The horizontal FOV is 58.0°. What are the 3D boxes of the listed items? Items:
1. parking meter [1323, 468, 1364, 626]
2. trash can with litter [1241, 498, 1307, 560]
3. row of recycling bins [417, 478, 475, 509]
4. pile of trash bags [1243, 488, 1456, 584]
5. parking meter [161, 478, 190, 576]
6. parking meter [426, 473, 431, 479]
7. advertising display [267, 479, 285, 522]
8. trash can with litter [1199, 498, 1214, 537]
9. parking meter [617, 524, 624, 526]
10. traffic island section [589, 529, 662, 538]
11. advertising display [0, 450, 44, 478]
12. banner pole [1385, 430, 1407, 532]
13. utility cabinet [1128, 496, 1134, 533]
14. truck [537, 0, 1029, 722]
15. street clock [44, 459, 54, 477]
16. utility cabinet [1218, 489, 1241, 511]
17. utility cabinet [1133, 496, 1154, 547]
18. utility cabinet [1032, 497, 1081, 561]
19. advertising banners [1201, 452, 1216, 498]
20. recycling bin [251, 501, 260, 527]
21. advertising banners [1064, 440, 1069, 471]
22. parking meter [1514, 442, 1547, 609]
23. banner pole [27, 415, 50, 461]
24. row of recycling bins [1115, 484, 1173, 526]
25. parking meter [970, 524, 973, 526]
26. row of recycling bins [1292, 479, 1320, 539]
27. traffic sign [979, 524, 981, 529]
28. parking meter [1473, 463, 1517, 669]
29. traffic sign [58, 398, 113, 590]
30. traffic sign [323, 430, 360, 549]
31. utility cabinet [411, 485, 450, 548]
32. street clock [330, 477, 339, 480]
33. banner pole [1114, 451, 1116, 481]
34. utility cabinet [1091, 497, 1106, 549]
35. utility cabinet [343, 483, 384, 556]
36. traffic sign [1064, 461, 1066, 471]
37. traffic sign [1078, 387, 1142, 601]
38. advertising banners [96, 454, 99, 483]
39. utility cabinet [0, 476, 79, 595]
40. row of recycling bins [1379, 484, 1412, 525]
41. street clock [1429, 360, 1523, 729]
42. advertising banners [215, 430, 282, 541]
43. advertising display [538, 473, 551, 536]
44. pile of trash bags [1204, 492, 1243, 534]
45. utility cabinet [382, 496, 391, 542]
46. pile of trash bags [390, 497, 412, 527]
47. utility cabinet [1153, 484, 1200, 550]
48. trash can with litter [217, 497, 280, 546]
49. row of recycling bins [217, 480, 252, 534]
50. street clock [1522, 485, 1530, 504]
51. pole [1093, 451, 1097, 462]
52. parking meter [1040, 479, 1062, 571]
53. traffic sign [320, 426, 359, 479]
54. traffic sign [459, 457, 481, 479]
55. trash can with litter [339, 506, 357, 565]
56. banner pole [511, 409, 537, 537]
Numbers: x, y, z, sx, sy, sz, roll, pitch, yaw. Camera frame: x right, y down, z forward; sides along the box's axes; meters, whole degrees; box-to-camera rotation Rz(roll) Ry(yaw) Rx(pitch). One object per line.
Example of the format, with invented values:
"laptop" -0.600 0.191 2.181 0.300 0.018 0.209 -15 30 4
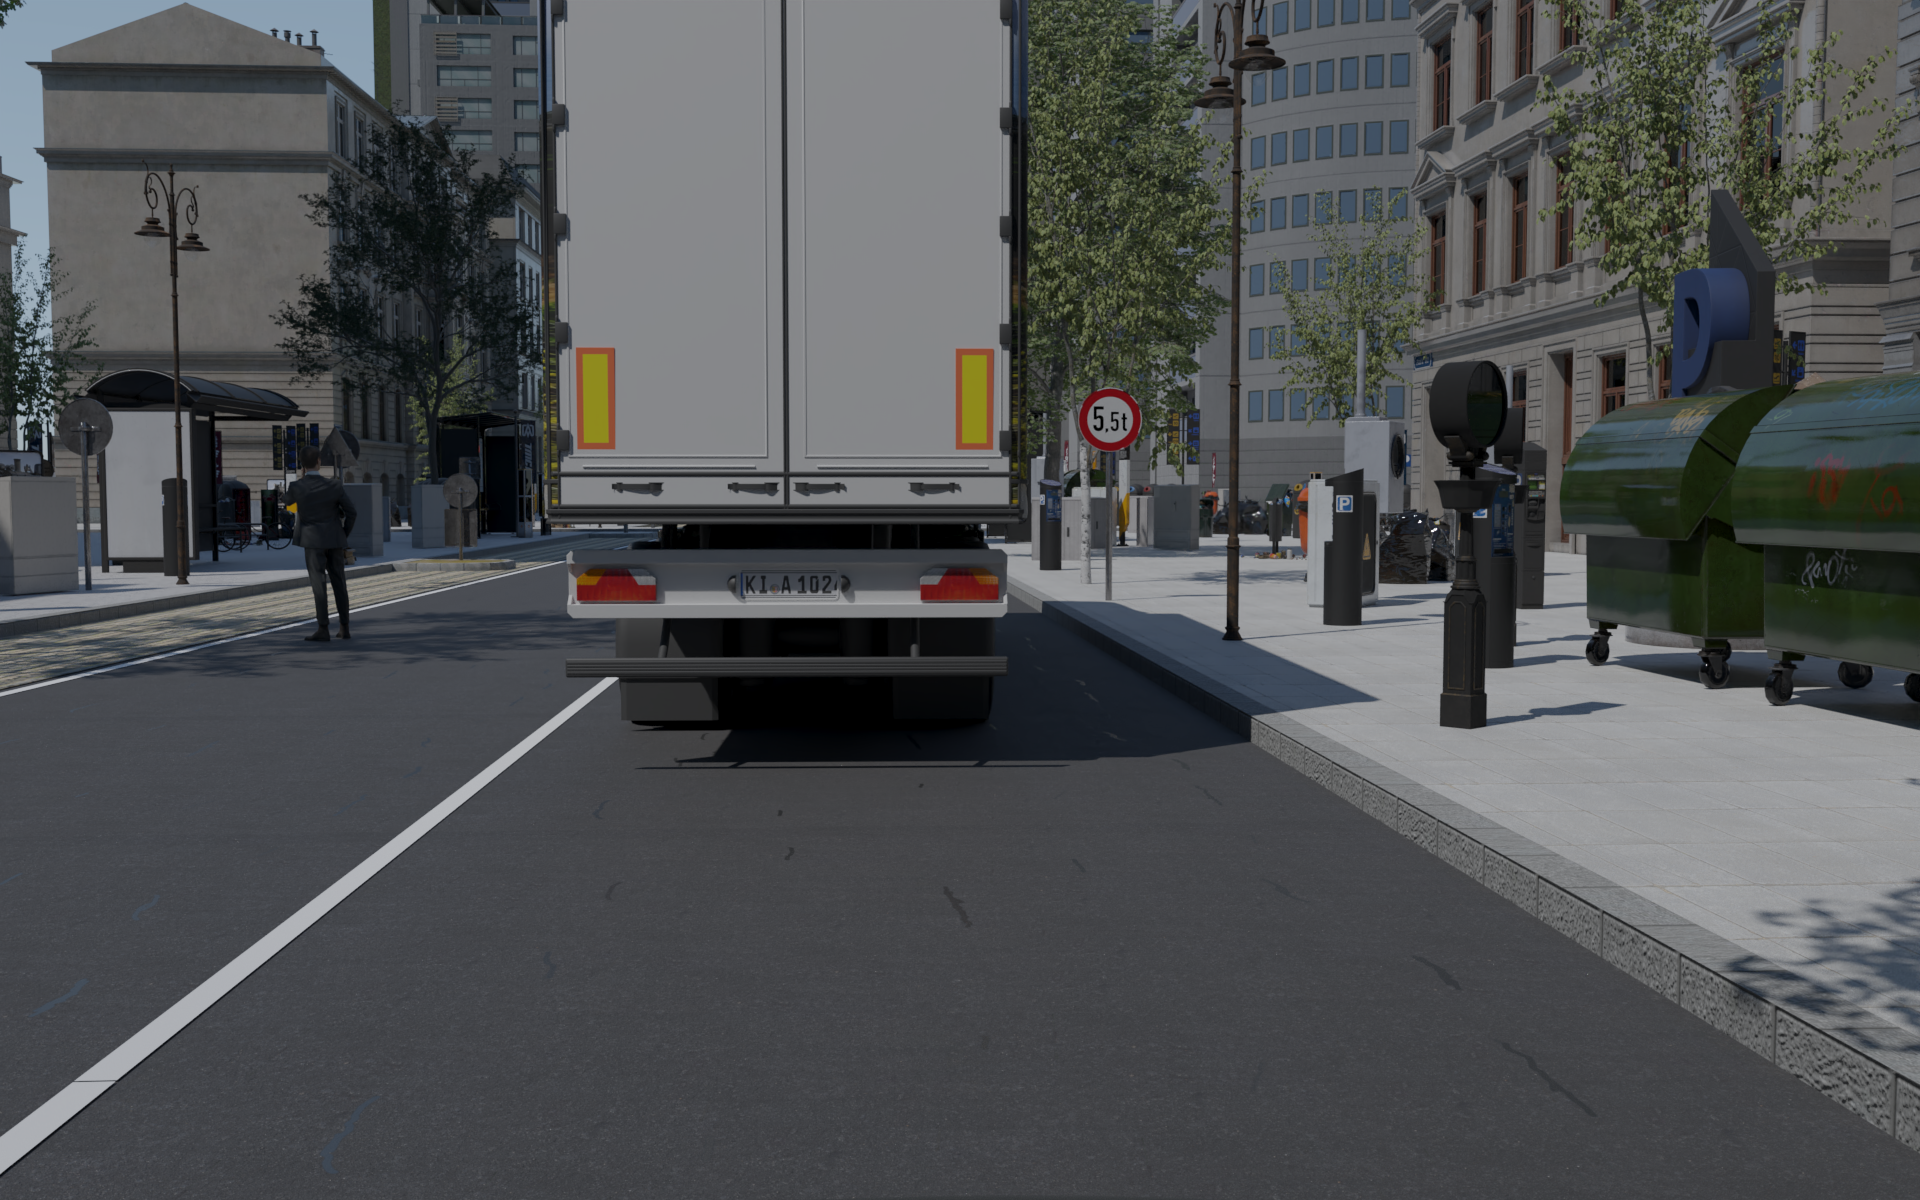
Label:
"parking meter" 3.754 -0.523 16.959 0.372 1.533 0.369 0 3 0
"trash can with litter" 6.494 -1.450 34.767 1.678 1.210 2.233 1 4 18
"row of recycling bins" -13.326 -2.296 44.646 1.069 1.692 3.534 -2 4 -29
"pile of trash bags" 5.827 -0.935 25.047 1.912 1.369 3.447 3 4 39
"parking meter" -12.266 -1.142 27.086 0.372 1.533 0.369 0 3 0
"parking meter" -14.833 -2.625 48.635 0.255 1.863 0.399 -1 4 -9
"advertising display" -29.017 -4.194 73.786 0.974 1.923 0.123 0 4 0
"trash can with litter" 7.199 -2.441 51.297 0.624 1.170 1.055 0 4 5
"parking meter" -13.718 -3.942 70.170 0.399 1.863 0.255 1 4 8
"traffic island section" -11.115 -2.155 57.514 2.009 0.180 2.903 0 4 -4
"advertising display" -13.827 -1.221 25.180 0.123 1.923 0.974 3 5 40
"banner pole" 14.847 -4.229 59.160 0.863 3.779 0.401 0 4 5
"utility cabinet" 5.994 -2.797 56.894 1.020 1.237 0.306 3 5 44
"truck" -1.069 -1.548 14.218 2.839 4.237 11.283 0 4 -2
"street clock" -18.904 -1.900 35.630 0.358 2.002 0.471 2 4 32
"utility cabinet" 11.617 -4.035 74.655 1.173 1.500 0.318 -3 5 -42
"utility cabinet" 4.586 -1.937 42.831 0.306 1.237 1.020 1 4 16
"utility cabinet" 1.897 -1.365 33.477 1.020 1.237 0.306 0 4 3
"advertising banners" 10.595 -4.746 73.777 0.090 3.025 2.074 0 4 -7
"recycling bin" -27.859 -3.370 67.653 0.722 1.027 0.722 1 4 19
"advertising banners" 3.605 -3.625 55.458 0.090 3.025 2.074 -1 4 -11
"parking meter" 6.350 -0.834 19.345 0.255 1.863 0.399 0 4 -6
"banner pole" -28.528 -3.901 53.799 0.401 3.779 0.863 3 5 40
"row of recycling bins" 7.310 -3.788 69.050 3.534 1.692 1.069 3 5 41
"parking meter" 0.337 -2.933 56.365 0.372 1.533 0.369 0 3 0
"row of recycling bins" 10.029 -2.543 48.690 1.069 1.692 3.534 0 4 3
"traffic sign" 0.627 -3.328 54.511 0.768 2.556 0.104 0 4 3
"parking meter" 3.927 -0.271 12.850 0.372 1.533 0.369 0 3 0
"traffic sign" -11.642 -1.404 23.063 0.768 2.556 0.104 0 4 5
"traffic sign" -12.333 -2.106 34.535 0.768 2.556 0.104 0 4 4
"utility cabinet" -12.605 -1.990 41.218 0.318 1.500 1.173 1 4 15
"street clock" -25.897 -4.114 71.831 0.358 2.002 0.471 2 4 33
"banner pole" 6.814 -5.407 78.417 0.863 3.779 0.401 -1 4 -20
"utility cabinet" 2.978 -1.796 40.526 1.020 1.237 0.306 -3 5 -43
"utility cabinet" -12.365 -1.637 35.451 1.173 1.500 0.318 2 4 27
"traffic sign" 2.943 -3.106 52.918 0.606 2.300 0.079 0 4 4
"traffic sign" 1.792 -1.265 20.795 0.768 2.556 0.104 0 4 -2
"advertising banners" -21.264 -2.923 43.974 0.090 3.025 2.074 1 4 13
"utility cabinet" -11.894 -0.832 22.274 0.318 1.500 1.173 1 4 11
"row of recycling bins" 18.260 -3.807 69.361 3.534 1.692 1.069 0 4 -6
"street clock" 2.778 -0.302 9.501 0.358 2.002 0.471 3 5 44
"advertising banners" -19.775 -3.151 47.708 2.074 3.025 0.090 0 4 -4
"advertising display" -12.834 -2.962 53.635 0.123 1.923 0.974 0 4 5
"pile of trash bags" 9.699 -2.824 55.933 1.912 1.369 3.447 3 5 44
"utility cabinet" -15.847 -2.164 46.535 1.020 1.237 0.306 -1 4 -10
"pile of trash bags" -21.134 -3.562 67.985 3.447 1.369 1.912 0 4 -5
"utility cabinet" 4.947 -1.896 39.673 0.318 1.500 1.173 -3 4 -39
"trash can with litter" -18.134 -1.976 43.359 2.233 1.210 1.678 1 4 18
"row of recycling bins" -22.417 -2.792 52.770 1.069 1.692 3.534 -2 4 -33
"street clock" 4.611 -0.613 14.599 0.358 2.002 0.471 1 4 19
"pole" 6.371 -5.390 81.963 0.158 3.312 0.155 0 3 0
"parking meter" 1.526 -1.268 29.135 0.372 1.533 0.369 0 3 0
"traffic sign" -12.009 -2.038 33.326 0.884 2.594 0.081 0 4 -1
"traffic sign" -13.457 -2.781 47.597 0.606 2.300 0.079 0 4 3
"trash can with litter" -11.253 -1.200 31.014 0.624 1.170 1.055 0 4 2
"banner pole" -12.960 -3.758 51.457 0.863 3.779 0.401 -3 4 -38
